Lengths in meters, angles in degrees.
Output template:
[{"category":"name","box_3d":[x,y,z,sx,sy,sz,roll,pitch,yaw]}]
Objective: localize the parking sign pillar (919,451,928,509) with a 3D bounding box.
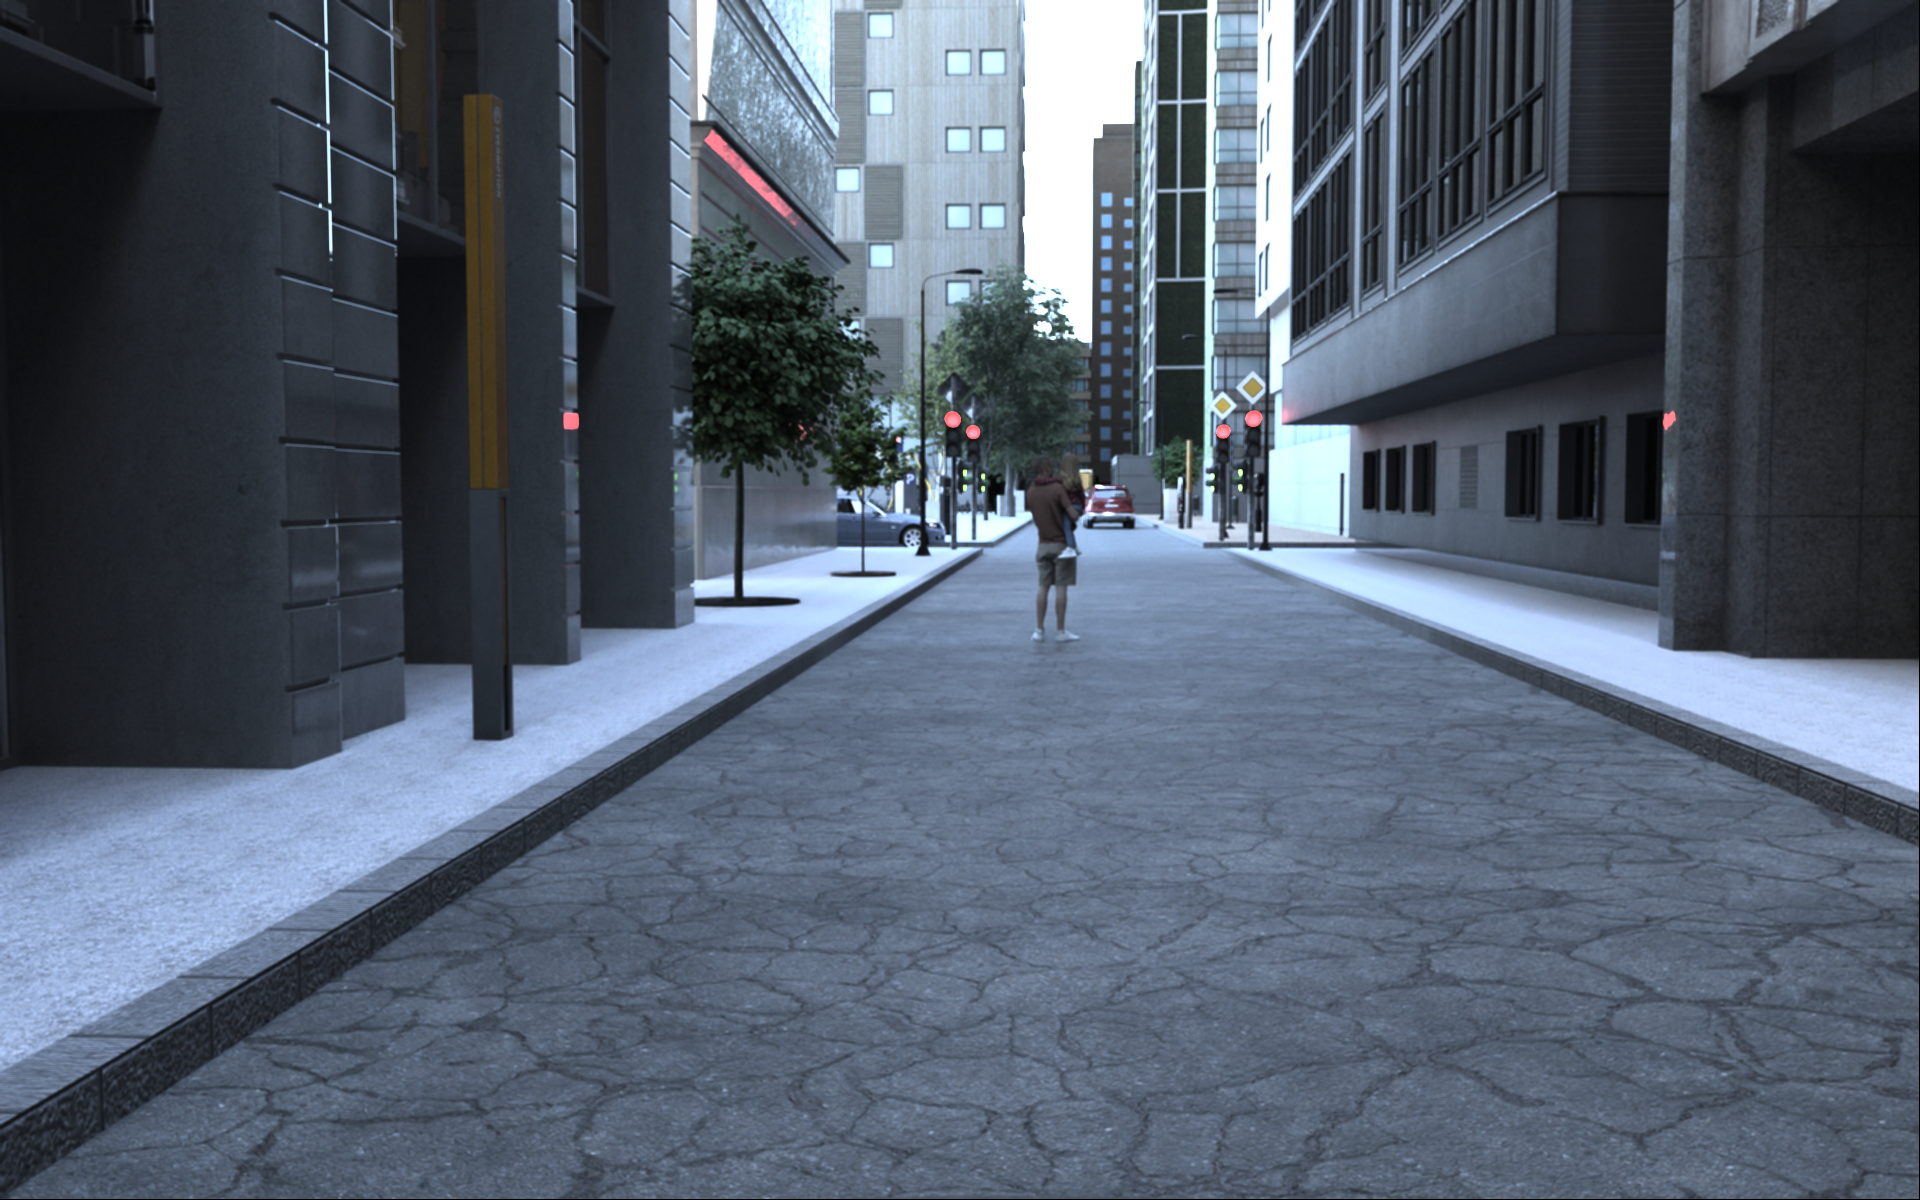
[{"category":"parking sign pillar","box_3d":[-2.312,-7.337,108.433,1.447,3.967,1.447,0,4,5]}]

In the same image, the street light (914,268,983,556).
[{"category":"street light","box_3d":[-0.228,-3.869,35.793,1.470,5.913,1.316,0,4,4]}]

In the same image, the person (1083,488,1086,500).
[{"category":"person","box_3d":[8.796,-6.982,122.538,0.514,1.842,0.818,-1,4,-13]}]

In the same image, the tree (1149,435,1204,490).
[{"category":"tree","box_3d":[12.143,-6.872,96.068,4.285,4.588,4.351,0,3,0]}]

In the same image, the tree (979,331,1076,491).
[{"category":"tree","box_3d":[4.285,-12.205,117.672,7.486,12.596,7.792,0,3,0]}]

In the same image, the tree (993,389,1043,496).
[{"category":"tree","box_3d":[3.418,-9.436,104.644,4.360,8.622,3.978,0,3,0]}]

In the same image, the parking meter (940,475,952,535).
[{"category":"parking meter","box_3d":[-0.445,-2.937,53.724,0.255,1.863,0.399,-2,4,-28]}]

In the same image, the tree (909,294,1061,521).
[{"category":"tree","box_3d":[0.989,-9.027,81.998,8.767,10.594,7.601,3,5,40]}]

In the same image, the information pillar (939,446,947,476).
[{"category":"information pillar","box_3d":[-0.742,-5.201,76.393,0.183,3.616,0.504,-2,4,-32]}]

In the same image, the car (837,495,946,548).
[{"category":"car","box_3d":[-2.610,-1.986,44.478,4.499,1.417,2.014,0,4,3]}]

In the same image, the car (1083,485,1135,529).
[{"category":"car","box_3d":[6.275,-3.949,73.234,2.281,1.827,5.304,0,4,2]}]

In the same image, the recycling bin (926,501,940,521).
[{"category":"recycling bin","box_3d":[-0.965,-2.929,60.439,0.722,1.027,0.722,1,4,8]}]

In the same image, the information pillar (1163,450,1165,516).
[{"category":"information pillar","box_3d":[10.894,-6.207,92.844,0.183,3.616,0.504,1,4,12]}]

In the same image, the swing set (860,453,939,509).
[{"category":"swing set","box_3d":[-2.452,-4.183,66.015,2.862,2.851,3.119,2,4,24]}]

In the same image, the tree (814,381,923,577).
[{"category":"tree","box_3d":[-1.618,-1.985,27.058,1.663,3.219,1.824,0,3,0]}]

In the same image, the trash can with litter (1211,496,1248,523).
[{"category":"trash can with litter","box_3d":[12.247,-3.993,76.335,1.678,1.210,2.233,-2,4,-32]}]

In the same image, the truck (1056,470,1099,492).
[{"category":"truck","box_3d":[9.263,-8.674,137.744,3.469,3.379,9.791,0,4,5]}]

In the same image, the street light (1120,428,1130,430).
[{"category":"street light","box_3d":[12.010,-9.165,122.385,1.470,5.913,1.316,0,4,4]}]

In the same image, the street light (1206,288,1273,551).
[{"category":"street light","box_3d":[6.379,-4.071,39.095,1.470,5.913,1.316,0,4,4]}]

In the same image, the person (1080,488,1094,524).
[{"category":"person","box_3d":[6.045,-4.437,81.803,0.760,1.731,0.466,-3,4,-38]}]

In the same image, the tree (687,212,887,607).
[{"category":"tree","box_3d":[-2.555,-2.231,20.197,4.285,4.588,4.351,0,3,0]}]

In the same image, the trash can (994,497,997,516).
[{"category":"trash can","box_3d":[2.341,-5.510,101.734,0.748,1.137,0.748,0,3,0]}]

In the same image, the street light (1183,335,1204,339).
[{"category":"street light","box_3d":[7.202,-4.780,50.692,1.470,5.913,1.316,0,4,4]}]

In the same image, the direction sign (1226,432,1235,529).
[{"category":"direction sign","box_3d":[9.990,-4.402,63.965,0.379,3.537,0.876,0,3,0]}]

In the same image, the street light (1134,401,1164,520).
[{"category":"street light","box_3d":[9.546,-6.965,86.414,1.470,5.913,1.316,0,4,4]}]

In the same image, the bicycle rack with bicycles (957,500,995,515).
[{"category":"bicycle rack with bicycles","box_3d":[0.764,-5.728,107.029,2.925,0.926,2.852,1,4,12]}]

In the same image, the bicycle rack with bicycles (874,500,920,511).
[{"category":"bicycle rack with bicycles","box_3d":[-3.573,-5.387,101.462,2.852,0.926,2.925,-3,4,-37]}]

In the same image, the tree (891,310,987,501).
[{"category":"tree","box_3d":[-0.904,-7.319,70.033,4.737,8.622,4.395,0,3,0]}]

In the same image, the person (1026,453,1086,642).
[{"category":"person","box_3d":[0.958,-0.518,16.947,0.580,1.828,0.573,-1,4,-9]}]

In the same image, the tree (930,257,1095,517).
[{"category":"tree","box_3d":[2.807,-11.522,95.047,9.857,13.997,8.962,0,3,0]}]

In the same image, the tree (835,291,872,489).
[{"category":"tree","box_3d":[-4.640,-6.633,58.819,4.360,8.622,3.978,0,3,0]}]
